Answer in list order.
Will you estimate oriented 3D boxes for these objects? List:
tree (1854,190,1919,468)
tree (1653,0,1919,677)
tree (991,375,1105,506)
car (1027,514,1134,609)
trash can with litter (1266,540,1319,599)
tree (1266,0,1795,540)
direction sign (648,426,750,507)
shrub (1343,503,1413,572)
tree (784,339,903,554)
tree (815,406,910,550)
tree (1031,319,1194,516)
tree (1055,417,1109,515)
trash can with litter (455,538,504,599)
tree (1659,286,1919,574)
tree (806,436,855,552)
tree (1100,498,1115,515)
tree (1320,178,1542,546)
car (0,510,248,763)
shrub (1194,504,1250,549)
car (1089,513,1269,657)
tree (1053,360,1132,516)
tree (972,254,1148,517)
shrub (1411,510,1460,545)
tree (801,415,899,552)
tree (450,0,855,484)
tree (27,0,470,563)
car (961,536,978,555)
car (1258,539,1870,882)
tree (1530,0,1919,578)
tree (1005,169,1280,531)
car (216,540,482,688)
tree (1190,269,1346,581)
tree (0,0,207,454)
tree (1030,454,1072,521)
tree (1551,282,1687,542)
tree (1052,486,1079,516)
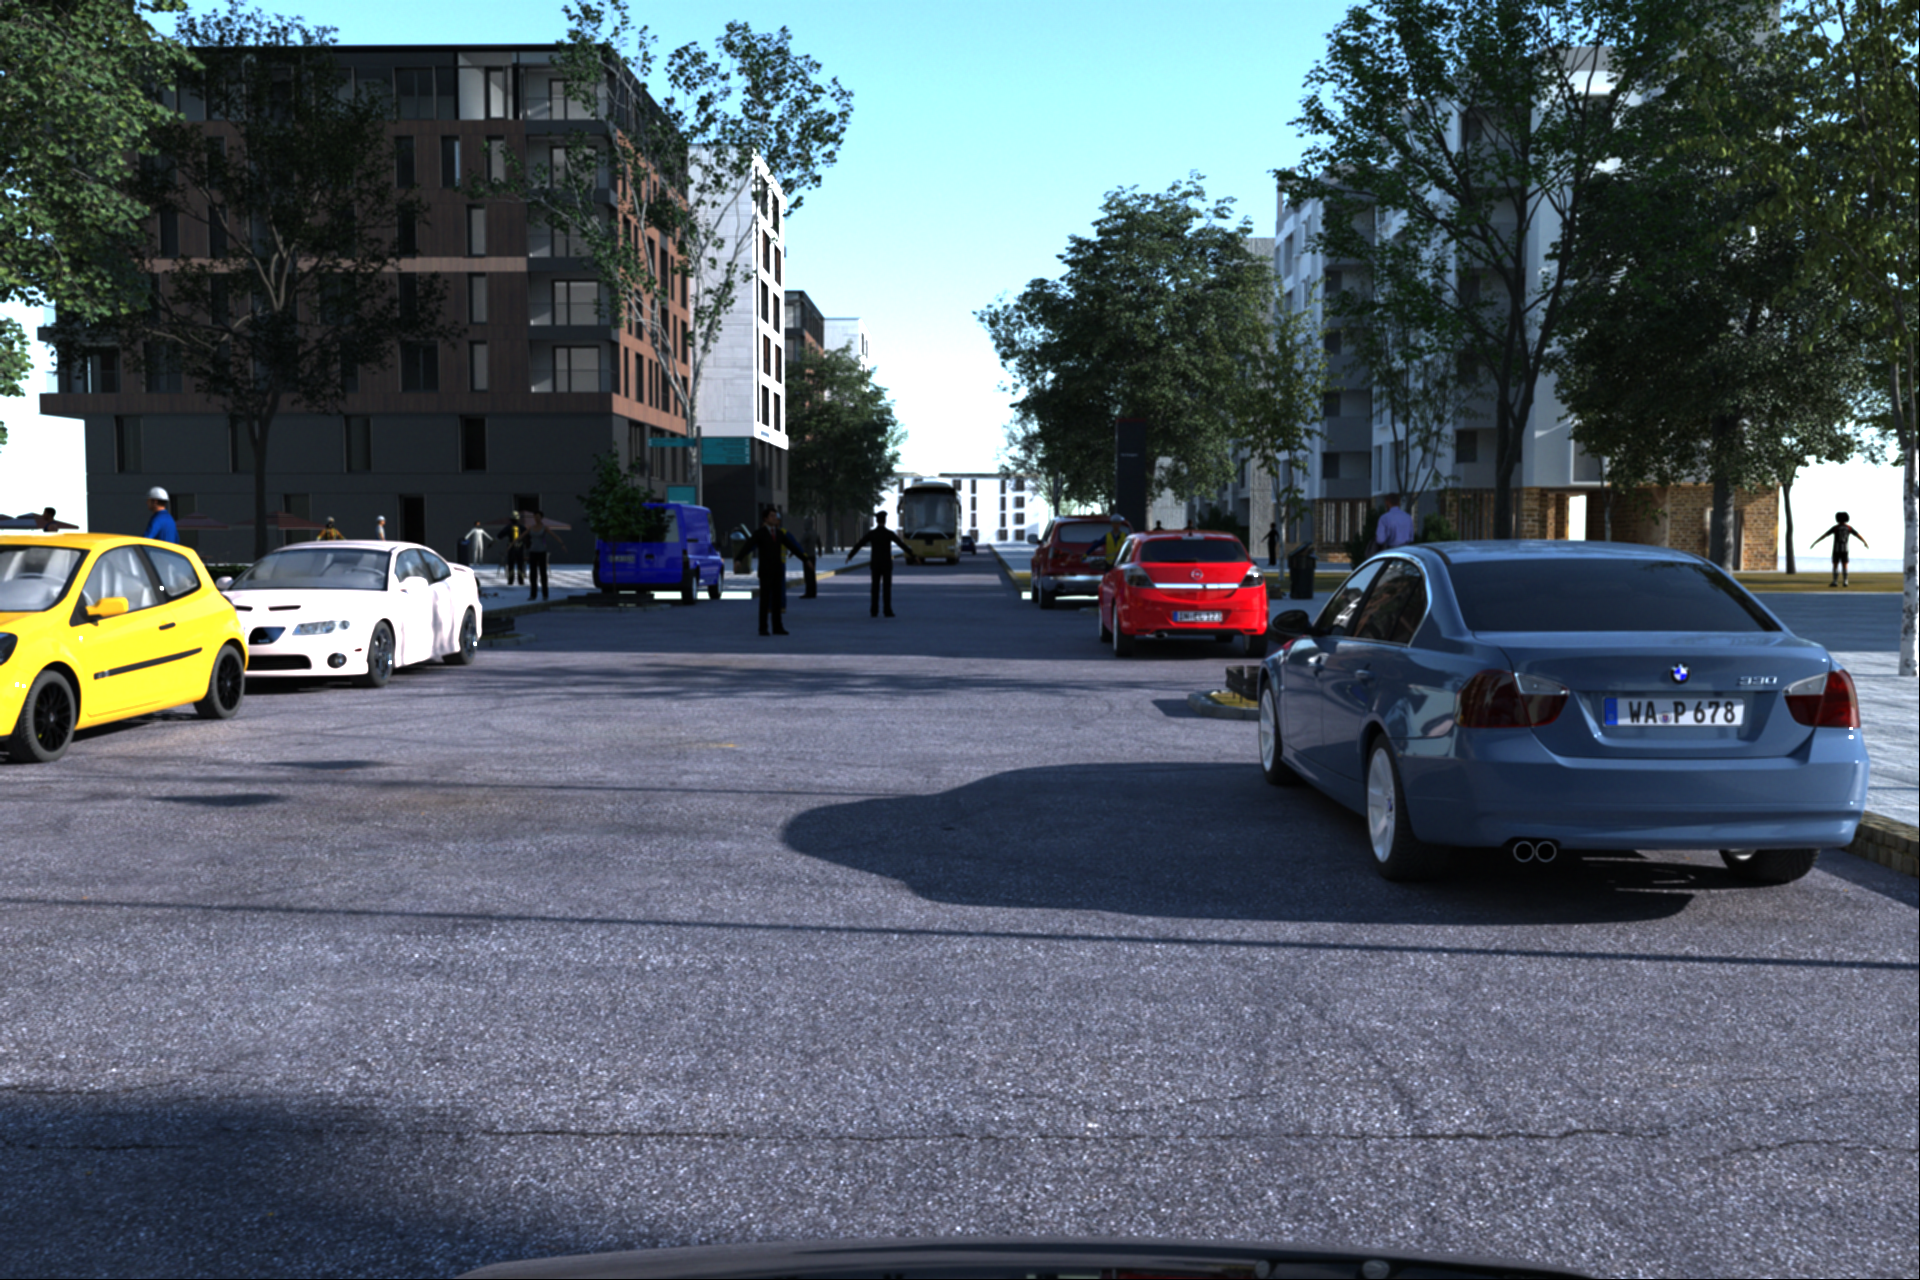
[{"bbox_3d":[27.592,-7.839,46.292,7.486,12.596,7.792,0,3,0],"label":"tree"},{"bbox_3d":[8.415,-3.967,15.221,4.737,8.622,4.395,0,3,0],"label":"tree"},{"bbox_3d":[7.389,-13.584,132.463,12.009,13.543,11.850,0,3,0],"label":"tree"},{"bbox_3d":[2.516,-1.591,34.689,2.281,1.827,5.304,0,4,0],"label":"car"},{"bbox_3d":[6.495,-1.387,34.069,1.055,1.170,0.624,0,4,1],"label":"trash can with litter"},{"bbox_3d":[8.898,-6.230,27.616,9.928,11.665,9.643,0,3,0],"label":"tree"},{"bbox_3d":[-6.433,-3.342,43.410,2.525,3.948,1.411,0,4,2],"label":"direction sign"},{"bbox_3d":[10.091,-2.278,41.661,1.690,2.028,1.600,0,3,0],"label":"shrub"},{"bbox_3d":[-8.633,-12.577,112.296,9.857,13.997,8.962,0,3,0],"label":"tree"},{"bbox_3d":[-8.156,-12.994,138.201,9.928,11.665,9.643,0,3,0],"label":"tree"},{"bbox_3d":[7.077,-9.387,79.232,9.928,11.665,9.643,0,3,0],"label":"tree"},{"bbox_3d":[7.276,-9.242,101.469,4.737,8.622,4.395,0,3,0],"label":"tree"},{"bbox_3d":[-9.949,-1.489,35.402,1.678,1.210,2.233,0,4,0],"label":"trash can with litter"},{"bbox_3d":[26.553,-7.393,55.285,8.767,10.594,7.601,0,4,2],"label":"tree"},{"bbox_3d":[-8.410,-10.427,120.847,4.360,8.622,3.978,0,3,0],"label":"tree"},{"bbox_3d":[22.356,-18.274,233.187,7.601,10.594,8.767,1,4,9],"label":"tree"},{"bbox_3d":[9.060,-5.217,35.655,4.360,8.622,3.978,0,3,0],"label":"tree"},{"bbox_3d":[-6.523,-0.113,12.069,2.015,1.641,3.980,0,4,1],"label":"car"},{"bbox_3d":[6.113,-2.249,41.192,1.690,2.028,1.600,0,3,0],"label":"shrub"},{"bbox_3d":[2.717,-0.773,21.673,2.155,1.783,4.494,0,4,1],"label":"car"},{"bbox_3d":[6.115,-7.414,71.574,4.360,8.622,3.978,0,3,0],"label":"tree"},{"bbox_3d":[7.478,-16.014,117.710,12.611,20.169,13.585,0,3,0],"label":"tree"},{"bbox_3d":[14.623,-2.998,53.438,1.690,2.028,1.600,0,3,0],"label":"shrub"},{"bbox_3d":[-8.572,-11.787,127.129,8.767,10.594,7.601,0,4,4],"label":"tree"},{"bbox_3d":[-10.730,-12.540,60.924,12.611,20.169,13.585,0,3,0],"label":"tree"},{"bbox_3d":[-12.490,-5.856,30.151,8.767,10.594,7.601,1,4,9],"label":"tree"},{"bbox_3d":[0.254,-6.527,119.298,1.945,1.354,3.894,0,4,1],"label":"car"},{"bbox_3d":[2.610,0.219,8.428,2.014,1.417,4.499,0,4,0],"label":"car"},{"bbox_3d":[18.273,-8.242,41.418,9.857,13.997,8.962,0,3,0],"label":"tree"},{"bbox_3d":[6.467,-9.446,61.094,9.857,13.997,8.962,0,3,0],"label":"tree"},{"bbox_3d":[-6.294,-0.323,17.645,2.083,1.381,4.827,0,4,0],"label":"car"},{"bbox_3d":[8.642,-5.923,47.210,4.737,8.622,4.395,0,3,0],"label":"tree"},{"bbox_3d":[-13.048,-6.873,19.037,9.857,13.997,8.962,0,3,0],"label":"tree"},{"bbox_3d":[7.217,-11.747,142.419,4.360,8.622,3.978,0,3,0],"label":"tree"},{"bbox_3d":[18.958,-6.101,50.112,4.737,8.622,4.395,0,3,0],"label":"tree"},{"bbox_3d":[14.810,-17.166,231.025,4.360,8.622,3.978,0,3,0],"label":"tree"}]
